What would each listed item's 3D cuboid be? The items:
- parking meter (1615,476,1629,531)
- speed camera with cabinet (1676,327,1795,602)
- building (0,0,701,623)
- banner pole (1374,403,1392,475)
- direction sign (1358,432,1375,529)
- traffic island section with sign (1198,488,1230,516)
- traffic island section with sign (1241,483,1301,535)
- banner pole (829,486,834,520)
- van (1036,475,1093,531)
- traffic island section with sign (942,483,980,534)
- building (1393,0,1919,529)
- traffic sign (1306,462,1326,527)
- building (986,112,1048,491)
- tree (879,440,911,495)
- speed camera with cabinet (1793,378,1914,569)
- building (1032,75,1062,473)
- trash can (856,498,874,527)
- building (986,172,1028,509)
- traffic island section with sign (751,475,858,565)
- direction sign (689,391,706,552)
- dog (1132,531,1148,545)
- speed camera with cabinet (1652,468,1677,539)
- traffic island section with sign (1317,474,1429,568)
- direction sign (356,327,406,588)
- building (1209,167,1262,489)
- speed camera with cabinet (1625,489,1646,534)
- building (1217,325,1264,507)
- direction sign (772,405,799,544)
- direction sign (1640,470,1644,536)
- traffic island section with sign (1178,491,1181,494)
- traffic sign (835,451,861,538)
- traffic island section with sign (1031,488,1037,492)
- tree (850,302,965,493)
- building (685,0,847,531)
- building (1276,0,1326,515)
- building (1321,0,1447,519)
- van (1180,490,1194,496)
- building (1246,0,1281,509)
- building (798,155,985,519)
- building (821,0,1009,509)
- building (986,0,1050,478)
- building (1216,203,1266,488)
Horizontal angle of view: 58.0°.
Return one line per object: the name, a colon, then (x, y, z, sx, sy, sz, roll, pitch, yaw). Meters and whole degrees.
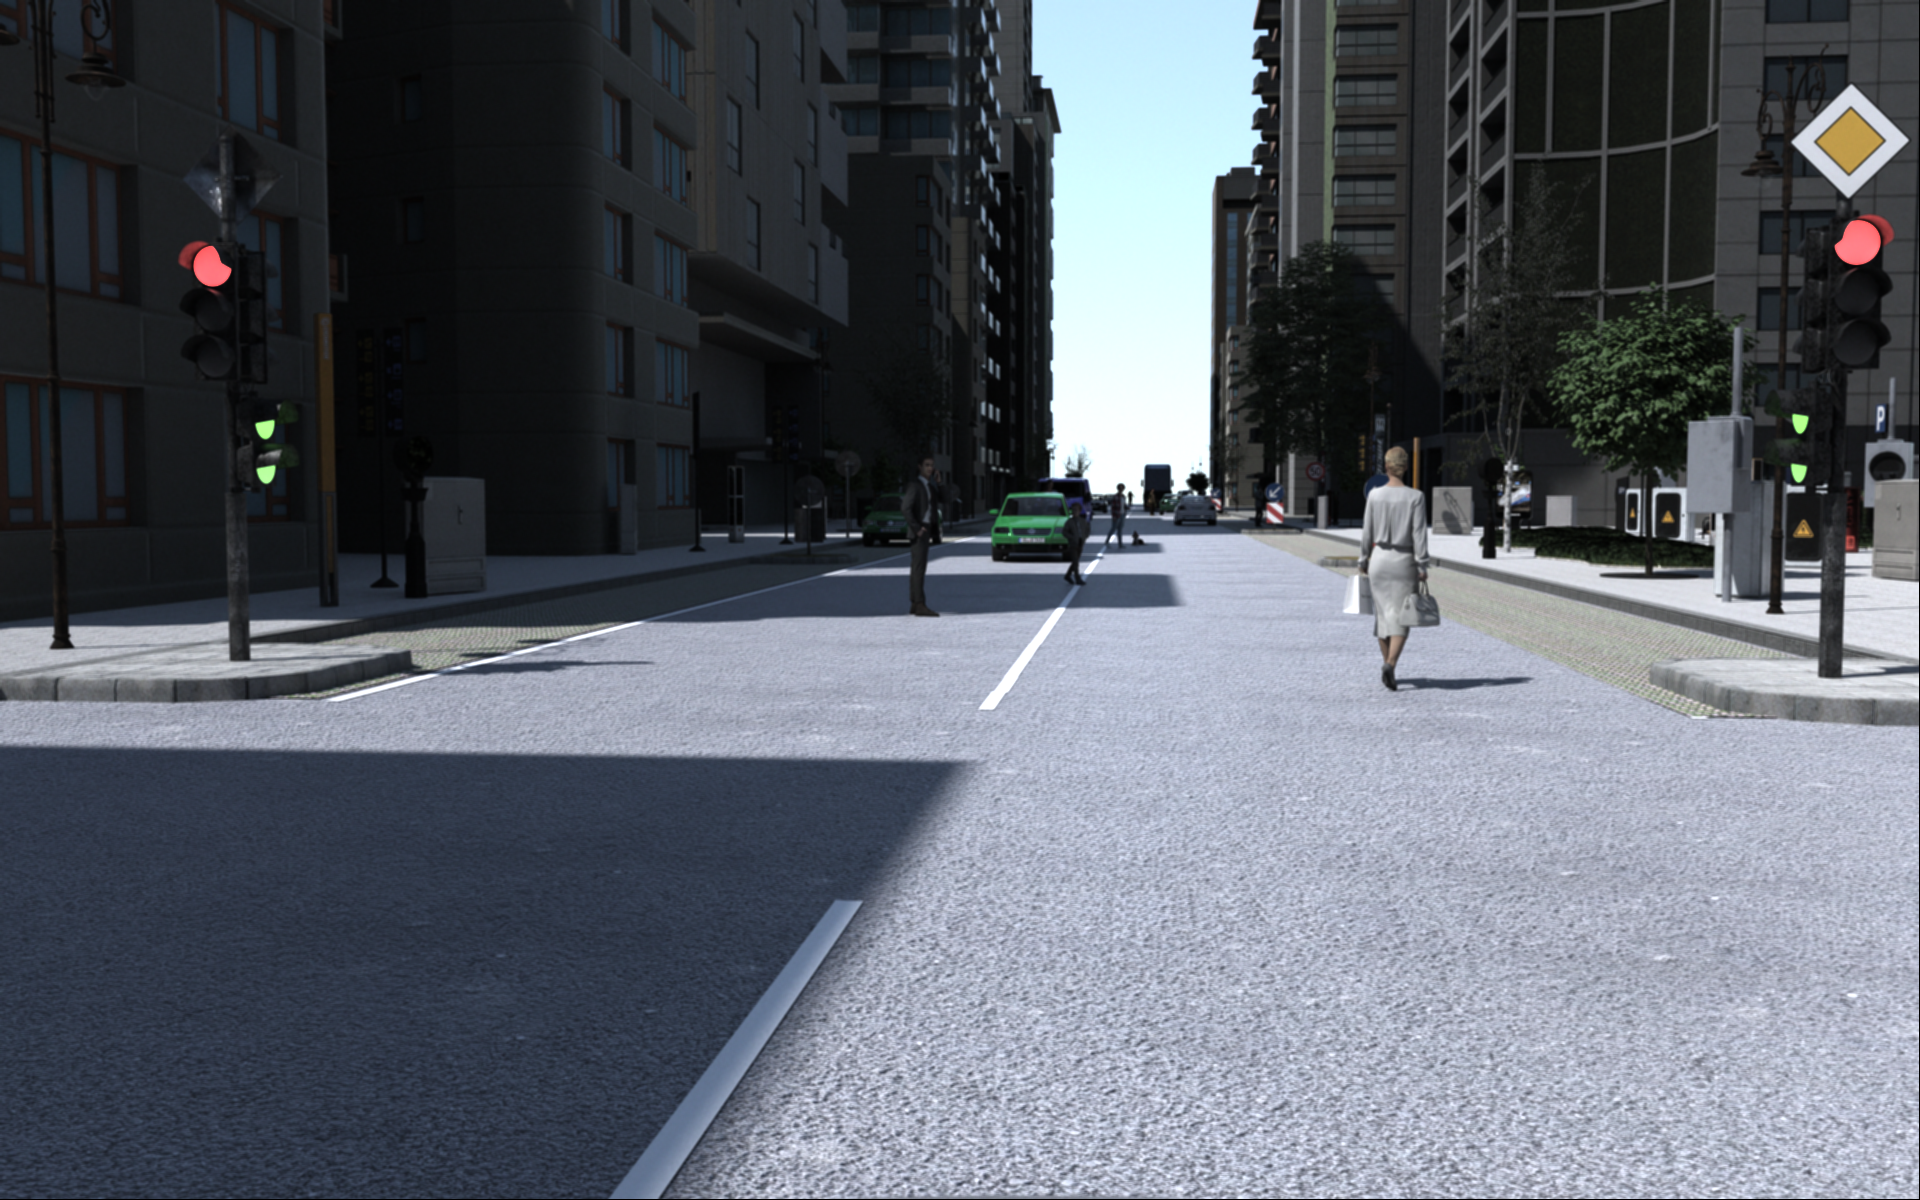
parking meter: (21.671, -3.119, 56.704, 0.399, 1.863, 0.255, 2, 4, 33)
speed camera with cabinet: (9.546, -1.646, 21.255, 0.660, 3.252, 2.038, 3, 5, 42)
building: (-21.945, -11.379, 31.082, 27.650, 21.520, 28.899, 0, 4, 6)
banner pole: (11.653, -3.528, 47.701, 0.863, 3.779, 0.401, -3, 4, -39)
direction sign: (14.951, -4.382, 63.649, 0.379, 3.537, 0.876, -2, 4, -32)
traffic island section with sign: (16.285, -6.263, 111.030, 1.989, 1.847, 2.006, 0, 4, 6)
traffic island section with sign: (11.052, -3.248, 61.728, 1.989, 1.847, 2.006, 0, 4, 6)
banner pole: (-6.376, -5.799, 84.831, 0.863, 3.779, 0.401, 3, 4, 37)
van: (3.825, -3.669, 64.374, 2.240, 2.365, 5.245, 0, 4, 8)
traffic island section with sign: (-0.302, -3.322, 62.939, 1.989, 1.847, 2.006, 0, 4, 6)
building: (30.000, -38.672, 70.535, 20.563, 71.187, 20.611, 0, 4, 6)
traffic sign: (13.971, -4.158, 68.092, 0.768, 2.556, 0.104, 1, 4, 15)
building: (1.738, -30.403, 180.691, 14.154, 41.232, 14.086, 0, 4, 6)
tree: (-2.725, -4.134, 62.196, 1.663, 3.219, 1.824, 0, 3, 0)
speed camera with cabinet: (15.191, -2.167, 29.768, 2.038, 3.252, 0.660, 2, 4, 35)
building: (-1.847, -38.833, 224.152, 28.713, 52.752, 27.495, 0, 4, 6)
trash can: (-3.663, -3.369, 66.729, 0.748, 1.137, 0.748, 0, 3, 0)
building: (-1.386, -23.466, 155.374, 14.160, 30.474, 14.107, 0, 4, 6)
traffic island section with sign: (-3.174, -1.671, 35.947, 1.989, 1.847, 2.006, 0, 4, 6)
direction sign: (-5.885, -2.857, 38.704, 0.379, 3.537, 0.876, -1, 4, -16)
dog: (5.057, -1.734, 48.543, 0.748, 0.427, 0.550, -1, 4, -20)
speed camera with cabinet: (19.277, -3.127, 45.459, 2.038, 3.252, 0.660, 3, 5, 41)
traffic island section with sign: (8.152, -1.576, 34.388, 1.989, 1.847, 2.006, 0, 4, 6)
direction sign: (-7.931, -1.943, 23.767, 0.876, 3.537, 0.379, 2, 4, 28)
building: (41.487, -35.869, 236.560, 14.600, 45.320, 14.200, 0, 4, 6)
speed camera with cabinet: (21.985, -3.719, 55.142, 0.660, 3.252, 2.038, 0, 4, -8)
building: (42.960, -21.142, 190.714, 27.650, 21.520, 28.899, 0, 4, 6)
direction sign: (-4.448, -3.196, 44.246, 0.876, 3.537, 0.379, 2, 4, 35)
direction sign: (18.938, -3.428, 48.052, 0.379, 3.537, 0.876, 3, 4, 36)
traffic island section with sign: (27.918, -12.961, 220.536, 1.989, 1.847, 2.006, 0, 4, 6)
traffic sign: (-3.305, -3.106, 50.895, 0.768, 2.556, 0.104, 0, 4, 8)
traffic island section with sign: (4.964, -6.352, 112.479, 1.989, 1.847, 2.006, 0, 4, 6)
tree: (-2.114, -7.151, 67.287, 4.360, 8.622, 3.978, 0, 3, 0)
building: (-19.388, -29.171, 66.189, 28.713, 52.752, 27.495, 0, 4, 6)
building: (31.924, -35.037, 114.858, 21.231, 58.520, 28.212, 0, 4, 6)
building: (26.891, -25.144, 94.691, 14.154, 41.232, 14.086, 0, 4, 6)
van: (24.886, -11.193, 190.010, 2.013, 2.044, 4.112, 0, 4, 6)
building: (35.597, -29.915, 143.731, 22.147, 44.769, 28.867, 0, 4, 6)
building: (-13.585, -15.859, 104.328, 27.650, 21.520, 28.899, 0, 4, 6)
building: (-8.662, -31.413, 133.213, 23.786, 49.044, 30.456, 0, 4, 6)
building: (-0.065, -46.472, 198.069, 20.563, 71.187, 20.611, 0, 4, 6)
building: (48.591, -32.062, 216.092, 32.217, 40.220, 23.993, 0, 4, 6)
